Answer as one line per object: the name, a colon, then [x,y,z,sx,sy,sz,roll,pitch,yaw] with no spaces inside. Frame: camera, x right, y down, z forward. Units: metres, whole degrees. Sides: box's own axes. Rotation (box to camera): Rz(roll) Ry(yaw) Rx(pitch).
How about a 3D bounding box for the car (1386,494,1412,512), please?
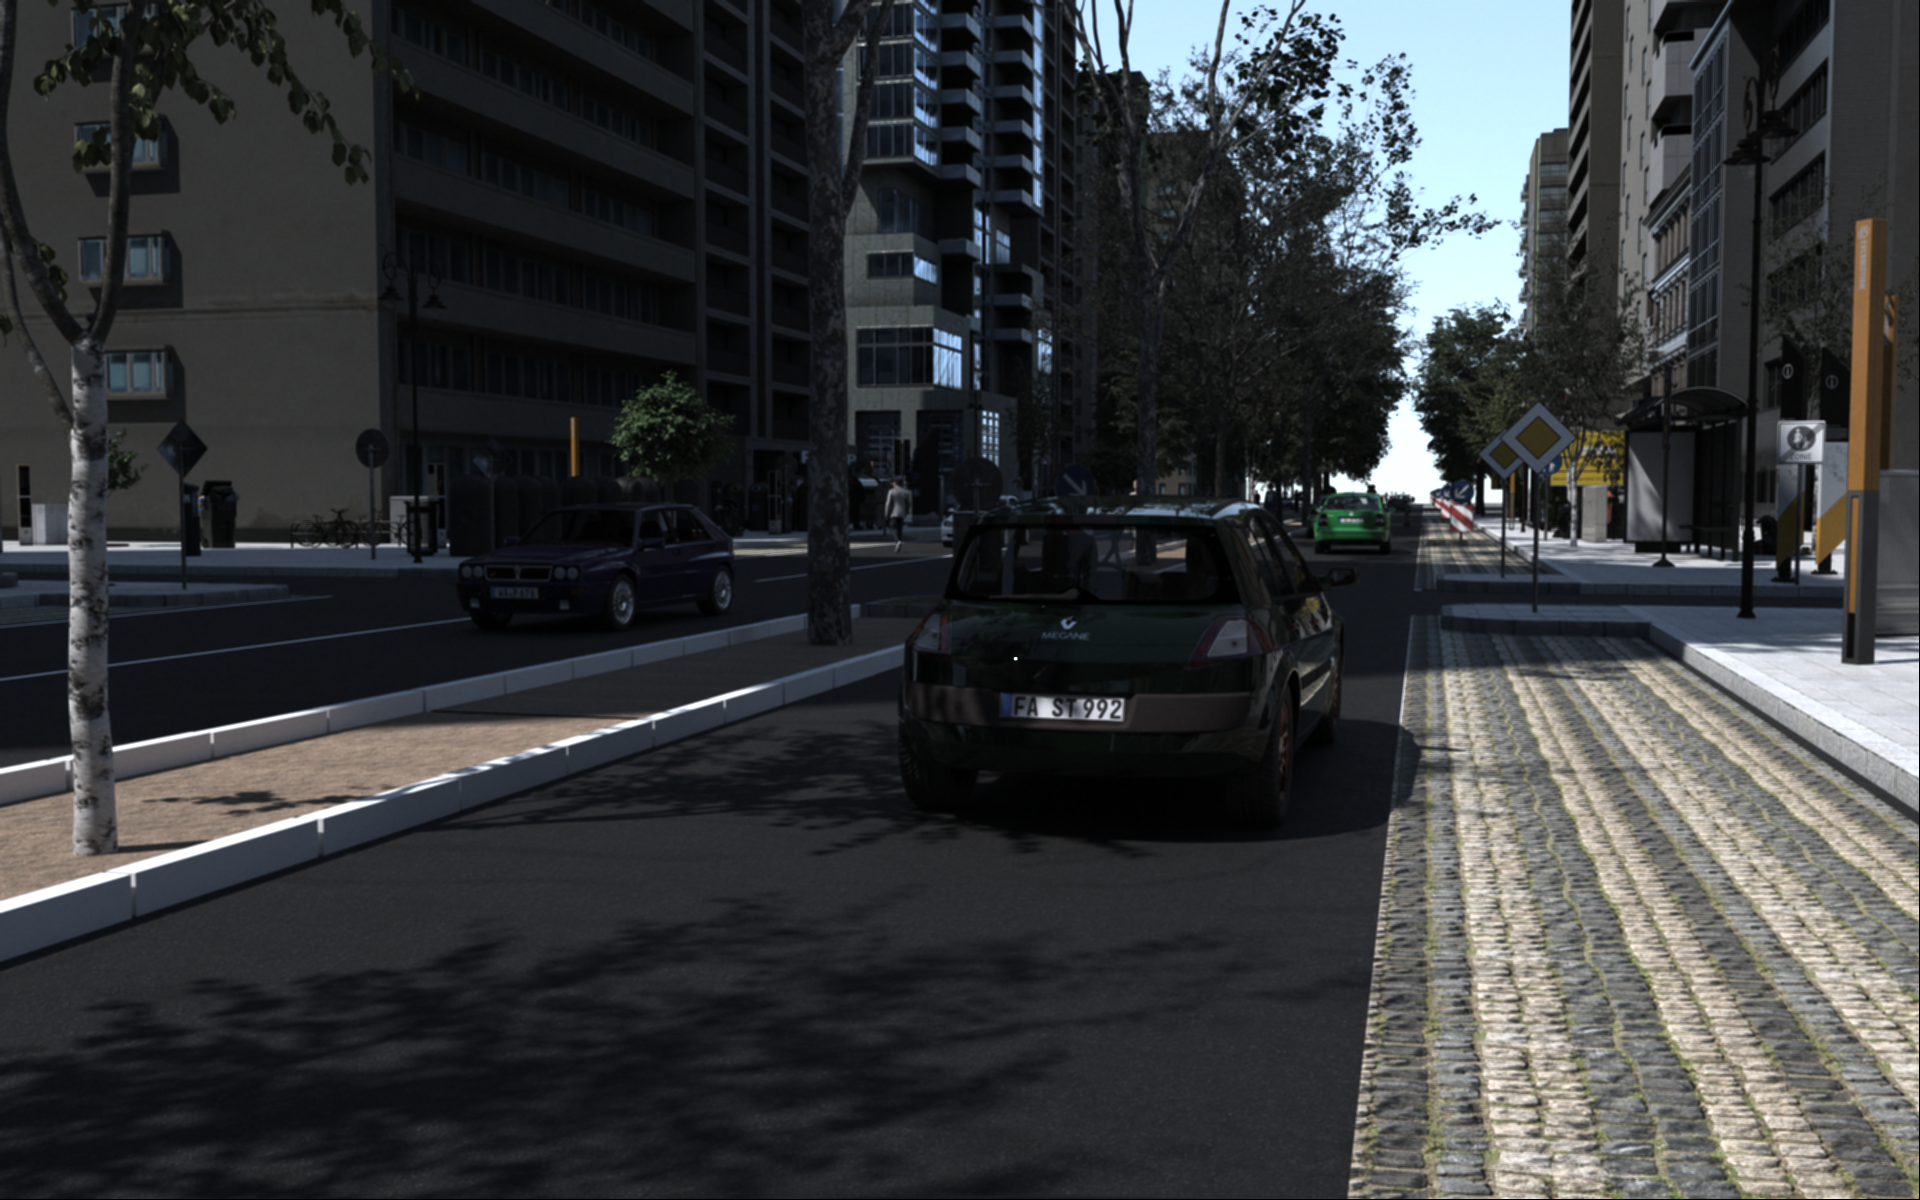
car: [34.540,-7.603,136.316,2.014,1.417,4.499,1,4,17]

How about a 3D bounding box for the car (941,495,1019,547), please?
car: [0.774,-2.199,47.954,2.014,1.417,4.499,1,4,14]

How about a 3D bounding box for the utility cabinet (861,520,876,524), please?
utility cabinet: [-4.294,-4.308,79.110,0.318,1.500,1.173,-2,4,-35]

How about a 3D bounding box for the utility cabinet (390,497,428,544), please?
utility cabinet: [-14.122,-2.045,44.594,1.020,1.237,0.306,-1,4,-10]

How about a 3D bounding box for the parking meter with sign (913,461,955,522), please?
parking meter with sign: [-1.059,-4.669,72.595,1.738,3.016,0.543,1,4,14]

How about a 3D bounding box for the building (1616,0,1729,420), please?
building: [57.189,-31.771,108.695,28.713,52.752,27.495,1,4,15]

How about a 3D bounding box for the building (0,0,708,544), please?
building: [-22.426,-26.436,55.937,21.300,48.544,21.600,1,4,15]

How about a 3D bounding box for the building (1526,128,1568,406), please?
building: [76.707,-34.319,211.234,14.600,45.320,14.200,1,4,15]

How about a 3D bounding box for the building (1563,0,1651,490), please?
building: [59.106,-31.231,134.320,21.300,48.544,21.600,1,4,15]

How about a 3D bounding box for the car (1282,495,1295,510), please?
car: [30.167,-9.060,160.711,1.945,1.354,3.894,1,4,14]

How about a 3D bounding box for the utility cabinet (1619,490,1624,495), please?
utility cabinet: [36.771,-5.384,96.702,1.173,1.500,0.318,-2,4,-35]

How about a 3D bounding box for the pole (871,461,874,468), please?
pole: [-5.424,-6.927,107.093,0.158,3.312,0.155,0,3,0]

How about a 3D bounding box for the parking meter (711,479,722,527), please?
parking meter: [-9.614,-3.832,68.360,0.255,1.863,0.399,2,4,30]

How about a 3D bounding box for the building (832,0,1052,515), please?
building: [-5.623,-49.514,122.225,22.319,86.520,31.000,1,4,15]

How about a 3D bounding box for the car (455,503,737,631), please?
car: [-3.981,-0.421,19.468,1.945,1.354,3.894,1,4,17]

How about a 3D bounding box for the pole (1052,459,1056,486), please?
pole: [5.395,-6.466,99.555,0.158,3.312,0.155,0,3,0]

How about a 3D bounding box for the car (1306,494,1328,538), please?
car: [12.629,-2.810,57.734,2.131,1.459,4.920,1,4,17]

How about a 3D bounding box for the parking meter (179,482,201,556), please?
parking meter: [-15.926,-1.677,35.832,0.372,1.533,0.369,0,3,0]

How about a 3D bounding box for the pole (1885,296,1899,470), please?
pole: [9.583,-1.475,17.965,0.158,3.312,0.155,0,3,0]

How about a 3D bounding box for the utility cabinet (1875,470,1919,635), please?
utility cabinet: [8.675,-0.430,15.714,1.173,1.500,0.318,-1,4,-11]

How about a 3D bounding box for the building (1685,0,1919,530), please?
building: [35.471,-14.833,61.580,14.314,24.678,30.058,1,4,15]

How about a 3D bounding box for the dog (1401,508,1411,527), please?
dog: [19.591,-3.636,76.291,0.800,0.831,0.513,-3,4,-36]

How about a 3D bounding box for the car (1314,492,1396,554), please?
car: [9.712,-2.070,42.638,1.959,1.807,4.718,1,4,15]

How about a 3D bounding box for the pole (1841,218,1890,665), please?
pole: [6.783,-1.171,12.984,0.158,3.312,0.155,0,3,0]

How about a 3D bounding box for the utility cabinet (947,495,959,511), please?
utility cabinet: [-0.164,-5.101,94.564,1.020,1.237,0.306,1,4,13]

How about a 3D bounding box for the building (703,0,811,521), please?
building: [-16.207,-39.474,83.659,20.563,71.187,20.611,1,4,15]

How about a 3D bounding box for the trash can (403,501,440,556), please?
trash can: [-11.146,-1.482,35.879,0.748,1.137,0.748,0,3,0]

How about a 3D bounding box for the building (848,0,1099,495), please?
building: [1.123,-43.382,147.554,20.563,71.187,20.611,1,4,15]

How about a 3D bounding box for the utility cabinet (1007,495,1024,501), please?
utility cabinet: [2.462,-4.119,78.513,0.306,1.237,1.020,-3,4,-38]

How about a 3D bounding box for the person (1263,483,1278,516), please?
person: [11.017,-3.224,61.239,0.654,1.822,0.581,-3,5,-41]

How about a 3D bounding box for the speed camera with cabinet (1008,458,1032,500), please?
speed camera with cabinet: [3.541,-6.250,96.527,0.660,3.252,2.038,3,5,42]

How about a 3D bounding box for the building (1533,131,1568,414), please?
building: [72.600,-31.400,196.990,14.154,41.232,14.086,1,4,15]

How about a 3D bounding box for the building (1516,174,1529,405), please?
building: [86.712,-37.460,232.080,23.786,49.044,30.456,1,4,15]

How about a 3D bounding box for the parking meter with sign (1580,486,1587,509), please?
parking meter with sign: [28.081,-5.029,78.483,1.738,3.016,0.543,-2,4,-26]

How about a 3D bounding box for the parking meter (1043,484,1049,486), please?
parking meter: [4.887,-5.650,98.083,0.399,1.863,0.255,0,4,1]

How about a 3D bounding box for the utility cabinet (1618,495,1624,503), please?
utility cabinet: [34.671,-4.895,91.198,1.020,1.237,0.306,2,4,30]

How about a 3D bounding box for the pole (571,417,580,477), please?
pole: [-10.225,-3.194,46.066,0.158,3.312,0.155,0,3,0]

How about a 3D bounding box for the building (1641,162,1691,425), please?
building: [40.428,-13.535,85.918,10.561,19.102,19.286,1,4,15]

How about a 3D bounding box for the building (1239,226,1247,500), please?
building: [34.197,-34.797,252.522,14.154,41.232,14.086,1,4,15]

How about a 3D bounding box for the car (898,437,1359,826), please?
car: [1.010,0.047,9.021,2.009,1.686,4.222,1,4,17]

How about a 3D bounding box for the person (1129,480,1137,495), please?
person: [4.460,-2.108,43.314,0.624,1.780,0.694,-3,4,-38]

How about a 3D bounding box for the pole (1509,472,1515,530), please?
pole: [19.670,-4.148,61.668,0.158,3.312,0.155,0,3,0]

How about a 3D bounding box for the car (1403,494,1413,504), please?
car: [41.098,-9.221,160.983,2.015,1.641,3.980,1,4,14]

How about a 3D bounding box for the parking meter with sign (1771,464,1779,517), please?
parking meter with sign: [21.101,-2.924,44.061,0.543,3.016,1.738,0,4,7]

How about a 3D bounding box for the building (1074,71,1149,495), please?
building: [9.807,-29.410,164.440,14.154,41.232,14.086,1,4,15]

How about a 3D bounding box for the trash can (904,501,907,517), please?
trash can: [-3.211,-5.113,95.244,0.748,1.137,0.748,0,3,0]

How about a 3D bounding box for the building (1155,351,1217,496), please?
building: [15.998,-22.476,212.528,27.650,21.520,28.899,1,4,15]

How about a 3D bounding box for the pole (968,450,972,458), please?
pole: [0.438,-5.237,79.475,0.158,3.312,0.155,0,3,0]

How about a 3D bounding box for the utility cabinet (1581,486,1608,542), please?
utility cabinet: [16.804,-2.276,45.898,0.318,1.500,1.173,0,4,3]

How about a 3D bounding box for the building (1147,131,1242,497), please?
building: [26.330,-37.431,235.697,21.300,48.544,21.600,1,4,15]
